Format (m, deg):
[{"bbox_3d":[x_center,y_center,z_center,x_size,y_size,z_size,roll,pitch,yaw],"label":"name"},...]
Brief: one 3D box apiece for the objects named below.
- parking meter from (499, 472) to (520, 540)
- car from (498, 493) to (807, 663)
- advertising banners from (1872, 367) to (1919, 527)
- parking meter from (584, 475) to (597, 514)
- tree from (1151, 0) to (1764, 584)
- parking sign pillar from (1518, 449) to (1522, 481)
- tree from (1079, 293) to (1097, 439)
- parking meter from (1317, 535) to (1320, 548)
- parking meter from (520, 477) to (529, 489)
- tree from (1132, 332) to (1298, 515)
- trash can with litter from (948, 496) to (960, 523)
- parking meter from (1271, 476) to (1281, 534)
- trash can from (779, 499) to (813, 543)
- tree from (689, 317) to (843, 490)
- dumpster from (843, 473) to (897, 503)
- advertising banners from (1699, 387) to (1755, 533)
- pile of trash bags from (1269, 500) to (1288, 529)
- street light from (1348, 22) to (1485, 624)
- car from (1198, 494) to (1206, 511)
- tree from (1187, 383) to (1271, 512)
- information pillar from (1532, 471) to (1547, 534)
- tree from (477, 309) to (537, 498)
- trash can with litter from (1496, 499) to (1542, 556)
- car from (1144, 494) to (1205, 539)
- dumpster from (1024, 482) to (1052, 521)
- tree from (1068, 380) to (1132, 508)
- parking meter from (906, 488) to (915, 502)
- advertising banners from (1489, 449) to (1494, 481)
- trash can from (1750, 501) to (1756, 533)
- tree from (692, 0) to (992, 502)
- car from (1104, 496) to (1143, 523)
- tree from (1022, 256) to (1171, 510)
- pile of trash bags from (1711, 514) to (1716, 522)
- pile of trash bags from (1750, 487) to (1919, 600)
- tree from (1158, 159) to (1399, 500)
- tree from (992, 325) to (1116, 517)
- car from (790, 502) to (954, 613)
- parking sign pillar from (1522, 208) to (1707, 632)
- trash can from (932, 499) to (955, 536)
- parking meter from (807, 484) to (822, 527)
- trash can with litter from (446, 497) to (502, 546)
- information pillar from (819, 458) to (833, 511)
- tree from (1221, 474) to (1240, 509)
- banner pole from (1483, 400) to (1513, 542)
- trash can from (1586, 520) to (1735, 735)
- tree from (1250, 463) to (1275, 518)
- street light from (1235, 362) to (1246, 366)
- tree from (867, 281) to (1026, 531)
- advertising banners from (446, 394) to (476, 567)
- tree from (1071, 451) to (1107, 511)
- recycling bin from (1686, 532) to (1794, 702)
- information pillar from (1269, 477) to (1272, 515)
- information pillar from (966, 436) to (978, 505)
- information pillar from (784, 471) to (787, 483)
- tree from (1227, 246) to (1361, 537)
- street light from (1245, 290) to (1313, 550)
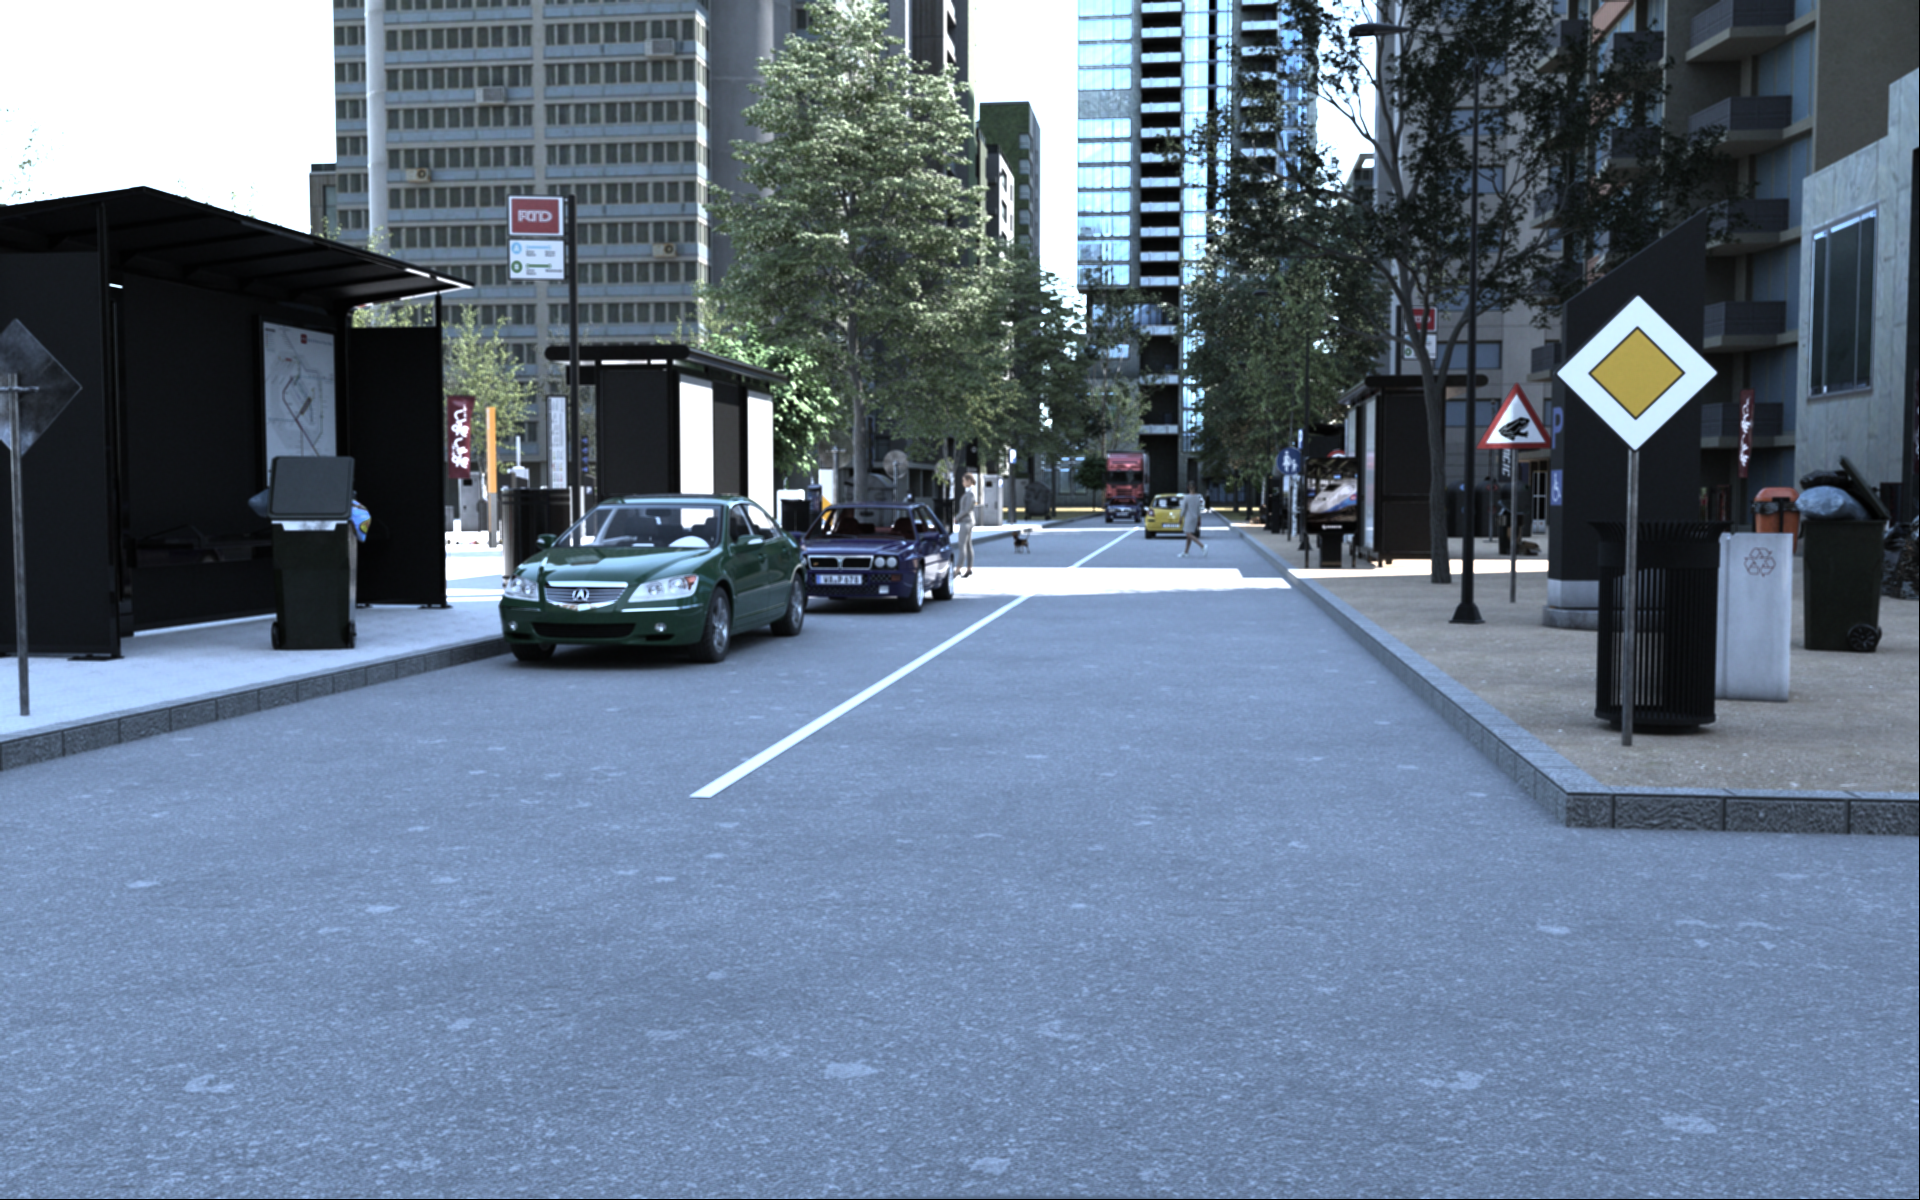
[{"bbox_3d":[-12.173,-2.503,46.630,0.399,1.863,0.255,1,4,20],"label":"parking meter"},{"bbox_3d":[-2.720,-0.274,16.286,2.131,1.459,4.920,0,4,8],"label":"car"},{"bbox_3d":[12.740,-1.684,23.714,2.074,3.025,0.090,-2,4,-31],"label":"advertising banners"},{"bbox_3d":[-11.068,-2.838,52.114,0.399,1.863,0.255,2,4,24],"label":"parking meter"},{"bbox_3d":[6.984,-5.536,24.923,8.767,10.594,7.601,0,4,7],"label":"tree"},{"bbox_3d":[26.143,-5.535,78.976,1.447,3.967,1.447,0,4,4],"label":"parking sign pillar"},{"bbox_3d":[2.584,-9.704,76.794,7.486,12.596,7.792,0,3,0],"label":"tree"},{"bbox_3d":[8.714,-2.170,41.186,0.399,1.863,0.255,2,4,27],"label":"parking meter"},{"bbox_3d":[-14.651,-3.200,58.025,0.399,1.863,0.255,-2,4,-32],"label":"parking meter"},{"bbox_3d":[17.448,-10.963,105.005,9.928,11.665,9.643,0,3,0],"label":"tree"},{"bbox_3d":[-0.286,-3.981,76.145,1.678,1.210,2.233,-2,4,-30],"label":"trash can with litter"},{"bbox_3d":[10.265,-3.092,56.266,0.255,1.863,0.399,1,4,14],"label":"parking meter"},{"bbox_3d":[-3.800,-1.753,40.309,0.748,1.137,0.748,0,3,0],"label":"trash can"},{"bbox_3d":[-3.873,-2.961,32.129,4.285,4.588,4.351,0,3,0],"label":"tree"},{"bbox_3d":[-2.538,-2.615,48.509,1.264,1.857,1.865,0,4,8],"label":"dumpster"},{"bbox_3d":[13.021,-2.038,29.515,0.090,3.025,2.074,0,4,0],"label":"advertising banners"},{"bbox_3d":[12.551,-3.330,64.198,1.912,1.369,3.447,1,4,20],"label":"pile of trash bags"},{"bbox_3d":[4.520,-2.730,17.171,1.470,5.913,1.316,0,4,8],"label":"street light"},{"bbox_3d":[19.799,-8.223,146.452,2.014,1.417,4.499,0,4,8],"label":"car"},{"bbox_3d":[19.967,-12.515,122.747,7.486,12.596,7.792,0,3,0],"label":"tree"},{"bbox_3d":[18.631,-3.131,55.688,0.304,2.012,0.304,-1,4,-13],"label":"information pillar"},{"bbox_3d":[-18.369,-7.120,66.778,4.737,8.622,4.395,0,3,0],"label":"tree"},{"bbox_3d":[11.799,-1.533,36.457,0.624,1.170,1.055,-2,4,-28],"label":"trash can with litter"},{"bbox_3d":[6.987,-2.841,56.682,2.015,1.641,3.980,1,4,9],"label":"car"},{"bbox_3d":[3.767,-4.788,84.046,1.264,1.857,1.865,0,4,8],"label":"dumpster"},{"bbox_3d":[13.151,-14.107,156.410,9.928,11.665,9.643,0,3,0],"label":"tree"},{"bbox_3d":[-2.144,-4.077,75.064,0.372,1.533,0.369,0,3,0],"label":"parking meter"},{"bbox_3d":[16.800,-3.630,55.540,0.090,3.025,2.074,3,4,36],"label":"advertising banners"},{"bbox_3d":[17.464,-1.578,37.462,0.748,1.137,0.748,0,3,0],"label":"trash can"},{"bbox_3d":[-2.689,-7.469,40.246,7.486,12.596,7.792,0,3,0],"label":"tree"},{"bbox_3d":[8.262,-4.576,87.400,1.945,1.354,3.894,0,4,8],"label":"car"},{"bbox_3d":[10.849,-17.411,140.555,12.611,20.169,13.585,0,3,0],"label":"tree"},{"bbox_3d":[14.188,-1.496,34.219,1.912,1.369,3.447,2,4,32],"label":"pile of trash bags"},{"bbox_3d":[11.751,-0.728,21.658,3.447,1.369,1.912,1,4,15],"label":"pile of trash bags"},{"bbox_3d":[12.597,-9.862,67.896,9.857,13.997,8.962,0,3,0],"label":"tree"},{"bbox_3d":[4.911,-9.858,95.585,7.601,10.594,8.767,-3,4,-38],"label":"tree"},{"bbox_3d":[-1.142,-0.593,22.272,1.945,1.354,3.894,1,4,8],"label":"car"},{"bbox_3d":[6.391,-1.723,16.640,1.447,3.967,1.447,0,4,1],"label":"parking sign pillar"},{"bbox_3d":[-0.505,-2.568,53.648,0.748,1.137,0.748,0,3,0],"label":"trash can"},{"bbox_3d":[-3.596,-2.105,42.822,0.372,1.533,0.369,0,3,0],"label":"parking meter"},{"bbox_3d":[-12.275,-2.005,43.847,2.233,1.210,1.678,0,4,0],"label":"trash can with litter"},{"bbox_3d":[-4.525,-4.112,58.579,0.504,3.616,0.183,-2,4,-33],"label":"information pillar"},{"bbox_3d":[23.135,-9.434,148.849,1.663,3.219,1.824,0,3,0],"label":"tree"},{"bbox_3d":[14.388,-3.430,46.100,0.863,3.779,0.401,0,4,-3],"label":"banner pole"},{"bbox_3d":[3.789,0.137,9.420,0.748,1.137,0.748,0,3,0],"label":"trash can"},{"bbox_3d":[16.267,-5.984,92.437,1.663,3.219,1.824,0,3,0],"label":"tree"},{"bbox_3d":[10.345,-5.420,61.164,1.470,5.913,1.316,0,4,8],"label":"street light"},{"bbox_3d":[-0.103,-6.678,59.553,4.737,8.622,4.395,0,3,0],"label":"tree"},{"bbox_3d":[-9.435,-2.079,30.186,2.074,3.025,0.090,-2,4,-33],"label":"advertising banners"},{"bbox_3d":[10.009,-8.849,128.398,4.285,4.588,4.351,0,3,0],"label":"tree"},{"bbox_3d":[4.918,0.090,11.086,0.722,1.027,0.722,2,4,26],"label":"recycling bin"},{"bbox_3d":[13.454,-4.310,74.961,0.304,2.012,0.304,0,4,0],"label":"information pillar"},{"bbox_3d":[0.485,-4.796,69.766,0.504,3.616,0.183,-1,4,-8],"label":"information pillar"},{"bbox_3d":[-8.495,-5.686,84.321,0.183,3.616,0.504,-1,4,-13],"label":"information pillar"},{"bbox_3d":[10.105,-6.232,52.262,4.737,8.622,4.395,0,3,0],"label":"tree"},{"bbox_3d":[7.368,-4.099,39.555,1.470,5.913,1.316,0,4,8],"label":"street light"}]
